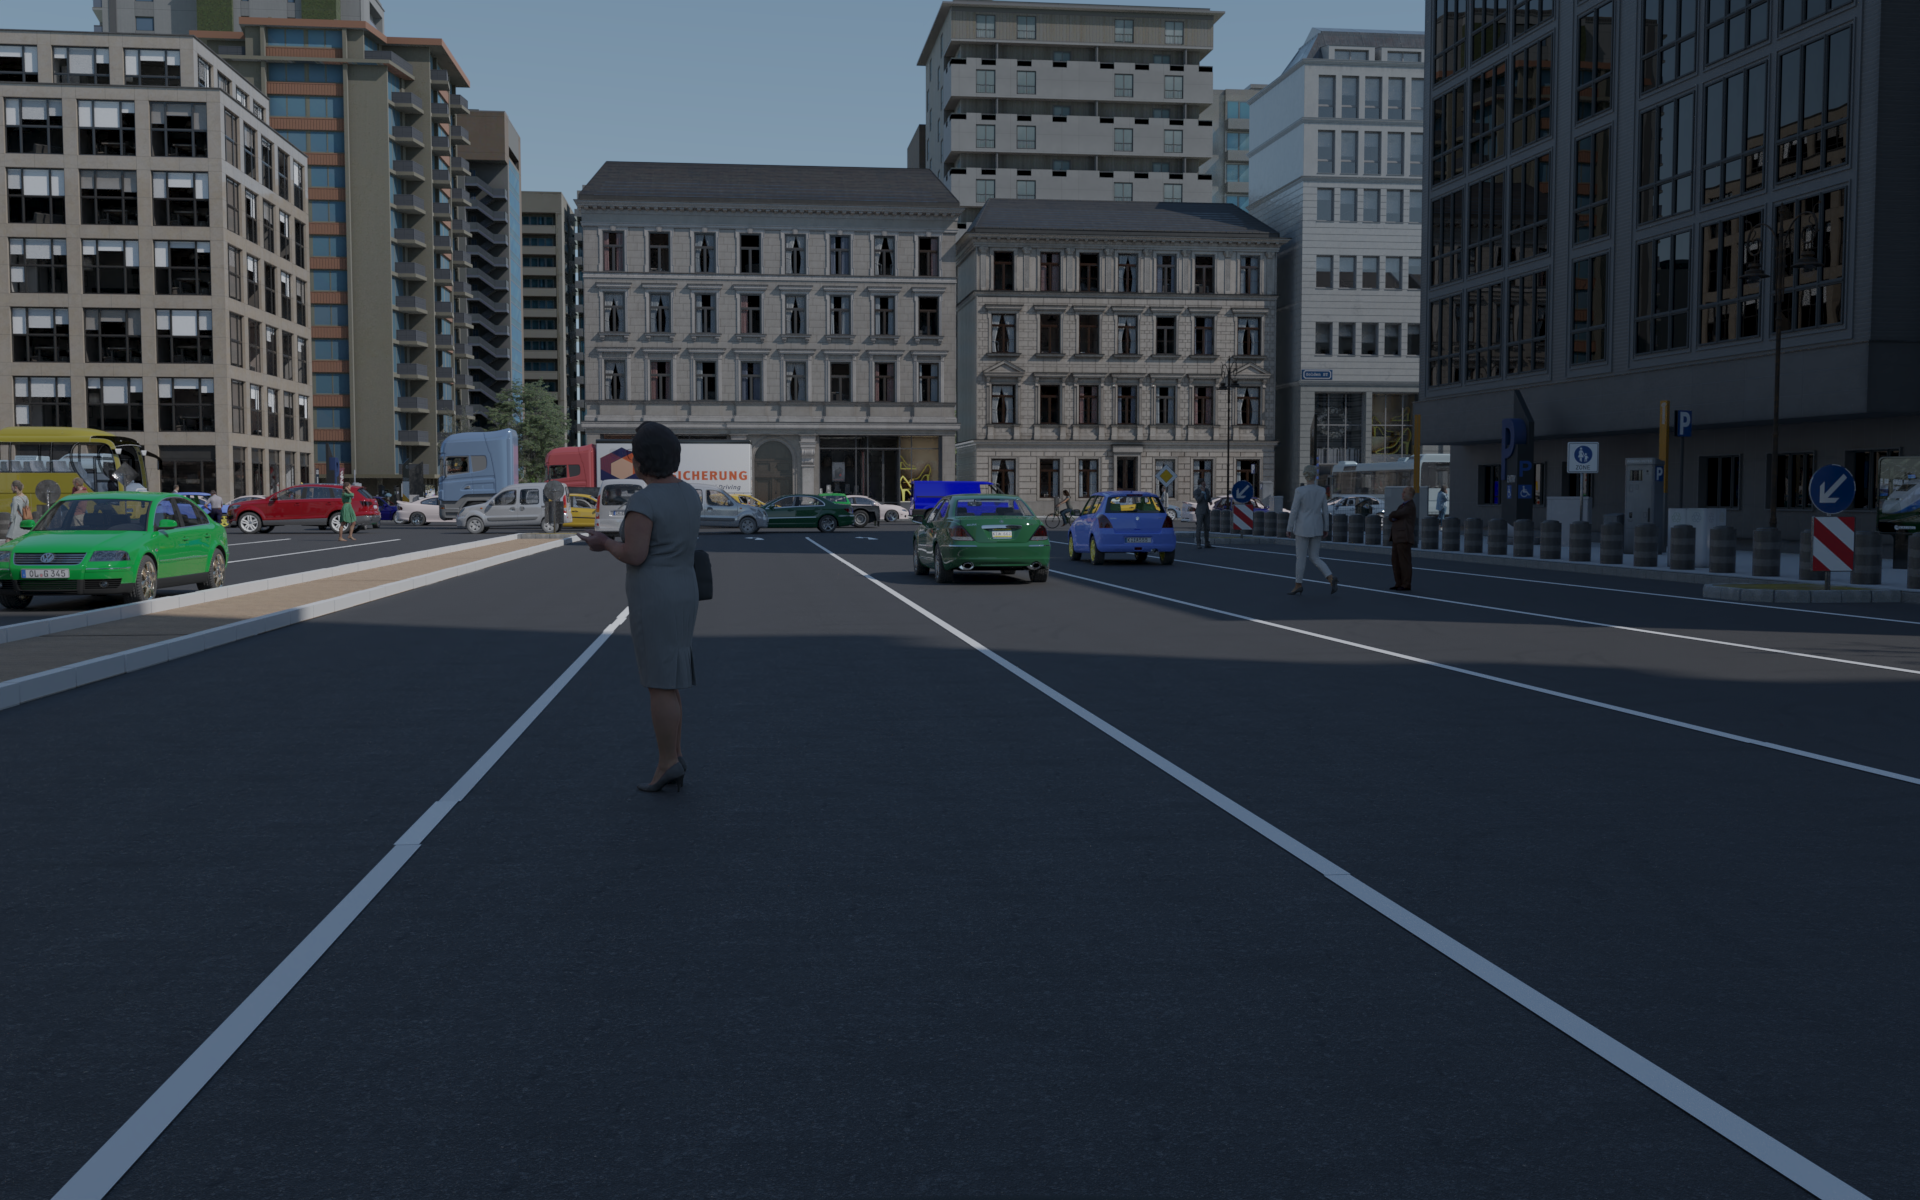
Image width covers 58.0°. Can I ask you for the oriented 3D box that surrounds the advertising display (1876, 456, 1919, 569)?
[{"bbox_3d":[16.133,-1.486,29.516,0.123,1.923,0.974,-2,4,-34],"label":"advertising display"}]

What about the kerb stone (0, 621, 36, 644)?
[{"bbox_3d":[-9.266,0.311,17.114,0.120,0.150,1.000,0,4,-7],"label":"kerb stone"}]

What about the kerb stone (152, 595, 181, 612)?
[{"bbox_3d":[-9.791,0.060,21.210,0.120,0.150,1.000,0,4,-7],"label":"kerb stone"}]

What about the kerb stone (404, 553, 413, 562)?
[{"bbox_3d":[-11.759,-0.877,36.552,0.120,0.150,1.000,0,4,-7],"label":"kerb stone"}]

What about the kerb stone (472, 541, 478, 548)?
[{"bbox_3d":[-12.938,-1.437,45.747,0.120,0.150,1.000,0,4,-7],"label":"kerb stone"}]

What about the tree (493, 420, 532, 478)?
[{"bbox_3d":[-43.819,-13.304,167.888,4.360,8.622,3.978,0,3,0],"label":"tree"}]

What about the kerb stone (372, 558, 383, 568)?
[{"bbox_3d":[-11.363,-0.686,33.489,0.120,0.150,1.000,0,4,-7],"label":"kerb stone"}]

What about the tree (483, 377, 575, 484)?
[{"bbox_3d":[-46.433,-17.134,186.796,9.857,13.997,8.962,0,3,0],"label":"tree"}]

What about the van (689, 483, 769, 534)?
[{"bbox_3d":[-8.952,-3.388,62.407,4.112,2.044,2.013,0,4,-7],"label":"van"}]

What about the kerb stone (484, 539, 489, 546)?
[{"bbox_3d":[-13.190,-1.565,47.788,0.120,0.150,1.000,0,4,-7],"label":"kerb stone"}]

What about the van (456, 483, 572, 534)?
[{"bbox_3d":[-16.279,-3.439,63.238,4.112,2.044,2.013,0,4,-7],"label":"van"}]

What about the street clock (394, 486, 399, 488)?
[{"bbox_3d":[-47.831,-8.714,147.042,0.358,2.002,0.471,1,4,20],"label":"street clock"}]

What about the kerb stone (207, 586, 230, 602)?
[{"bbox_3d":[-10.049,-0.065,23.255,0.120,0.150,1.000,0,4,-7],"label":"kerb stone"}]

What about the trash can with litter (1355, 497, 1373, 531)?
[{"bbox_3d":[13.552,-2.924,59.201,1.055,1.170,0.624,2,4,34],"label":"trash can with litter"}]

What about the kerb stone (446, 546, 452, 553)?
[{"bbox_3d":[-12.414,-1.190,41.659,0.120,0.150,1.000,0,4,-7],"label":"kerb stone"}]

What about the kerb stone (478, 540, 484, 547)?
[{"bbox_3d":[-13.059,-1.499,46.768,0.120,0.150,1.000,0,4,-7],"label":"kerb stone"}]

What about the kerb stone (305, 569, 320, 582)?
[{"bbox_3d":[-10.703,-0.378,28.373,0.120,0.150,1.000,0,4,-7],"label":"kerb stone"}]

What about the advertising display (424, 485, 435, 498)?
[{"bbox_3d":[-36.441,-6.960,119.015,0.123,1.923,0.974,2,4,25],"label":"advertising display"}]

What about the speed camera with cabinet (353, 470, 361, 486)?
[{"bbox_3d":[-48.687,-8.930,140.341,0.660,3.252,2.038,-2,4,-31],"label":"speed camera with cabinet"}]

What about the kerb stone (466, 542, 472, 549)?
[{"bbox_3d":[-12.806,-1.378,44.725,0.120,0.150,1.000,0,4,-7],"label":"kerb stone"}]

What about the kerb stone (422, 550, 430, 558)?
[{"bbox_3d":[-12.025,-1.003,38.590,0.120,0.150,1.000,0,4,-7],"label":"kerb stone"}]

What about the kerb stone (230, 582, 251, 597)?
[{"bbox_3d":[-10.183,-0.128,24.286,0.120,0.150,1.000,0,4,-7],"label":"kerb stone"}]

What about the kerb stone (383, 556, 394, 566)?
[{"bbox_3d":[-11.495,-0.753,34.509,0.120,0.150,1.000,0,4,-7],"label":"kerb stone"}]

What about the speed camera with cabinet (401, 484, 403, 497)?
[{"bbox_3d":[-45.715,-9.222,145.112,2.038,3.252,0.660,-1,4,-14],"label":"speed camera with cabinet"}]

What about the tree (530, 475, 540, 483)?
[{"bbox_3d":[-44.248,-11.304,179.414,1.663,3.219,1.824,0,3,0],"label":"tree"}]

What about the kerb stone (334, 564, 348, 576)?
[{"bbox_3d":[-10.970,-0.498,30.426,0.120,0.150,1.000,0,4,-7],"label":"kerb stone"}]

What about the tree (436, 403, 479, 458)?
[{"bbox_3d":[-40.551,-11.602,140.058,4.360,8.622,3.978,0,3,0],"label":"tree"}]

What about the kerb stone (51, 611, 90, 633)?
[{"bbox_3d":[-9.398,0.252,18.144,0.120,0.150,1.000,0,4,-7],"label":"kerb stone"}]

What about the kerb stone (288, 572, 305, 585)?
[{"bbox_3d":[-10.576,-0.315,27.351,0.120,0.150,1.000,0,4,-7],"label":"kerb stone"}]

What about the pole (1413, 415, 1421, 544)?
[{"bbox_3d":[11.737,-3.099,44.507,0.158,3.312,0.155,0,3,0],"label":"pole"}]

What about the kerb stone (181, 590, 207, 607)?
[{"bbox_3d":[-9.921,0.004,22.236,0.120,0.150,1.000,0,4,-7],"label":"kerb stone"}]

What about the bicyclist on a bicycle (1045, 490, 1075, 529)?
[{"bbox_3d":[4.339,-3.794,72.055,1.625,1.676,1.499,0,4,-6],"label":"bicyclist on a bicycle"}]

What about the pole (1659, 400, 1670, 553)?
[{"bbox_3d":[15.367,-2.691,37.842,0.158,3.312,0.155,0,3,0],"label":"pole"}]

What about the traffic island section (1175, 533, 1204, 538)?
[{"bbox_3d":[6.948,-2.206,58.353,2.009,0.180,2.903,0,4,-7],"label":"traffic island section"}]

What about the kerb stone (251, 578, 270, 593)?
[{"bbox_3d":[-10.319,-0.190,25.305,0.120,0.150,1.000,0,4,-7],"label":"kerb stone"}]

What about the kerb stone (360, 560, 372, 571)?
[{"bbox_3d":[-11.232,-0.628,32.470,0.120,0.150,1.000,0,4,-7],"label":"kerb stone"}]

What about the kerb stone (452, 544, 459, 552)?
[{"bbox_3d":[-12.544,-1.253,42.685,0.120,0.150,1.000,0,4,-7],"label":"kerb stone"}]

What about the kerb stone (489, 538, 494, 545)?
[{"bbox_3d":[-13.326,-1.627,48.807,0.120,0.150,1.000,0,4,-7],"label":"kerb stone"}]

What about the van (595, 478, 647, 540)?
[{"bbox_3d":[-9.523,-2.625,49.934,2.013,2.044,4.112,0,4,-6],"label":"van"}]

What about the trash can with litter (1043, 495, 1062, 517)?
[{"bbox_3d":[5.238,-5.346,98.459,1.678,1.210,2.233,2,4,27],"label":"trash can with litter"}]

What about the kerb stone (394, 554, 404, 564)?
[{"bbox_3d":[-11.626,-0.809,35.529,0.120,0.150,1.000,0,4,-7],"label":"kerb stone"}]

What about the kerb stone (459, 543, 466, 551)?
[{"bbox_3d":[-12.672,-1.312,43.705,0.120,0.150,1.000,0,4,-7],"label":"kerb stone"}]

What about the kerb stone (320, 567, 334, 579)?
[{"bbox_3d":[-10.841,-0.441,29.398,0.120,0.150,1.000,0,4,-7],"label":"kerb stone"}]

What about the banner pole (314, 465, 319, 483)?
[{"bbox_3d":[-55.330,-9.723,148.989,0.401,3.779,0.863,1,4,9],"label":"banner pole"}]

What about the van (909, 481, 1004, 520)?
[{"bbox_3d":[0.247,-4.696,81.160,5.245,2.365,2.240,0,4,-7],"label":"van"}]

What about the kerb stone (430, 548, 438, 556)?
[{"bbox_3d":[-12.150,-1.064,39.615,0.120,0.150,1.000,0,4,-7],"label":"kerb stone"}]

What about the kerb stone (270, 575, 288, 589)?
[{"bbox_3d":[-10.441,-0.253,26.326,0.120,0.150,1.000,0,4,-7],"label":"kerb stone"}]

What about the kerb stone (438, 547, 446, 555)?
[{"bbox_3d":[-12.277,-1.127,40.635,0.120,0.150,1.000,0,4,-7],"label":"kerb stone"}]

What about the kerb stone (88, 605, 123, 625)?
[{"bbox_3d":[-9.529,0.185,19.164,0.120,0.150,1.000,0,4,-7],"label":"kerb stone"}]

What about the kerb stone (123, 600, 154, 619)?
[{"bbox_3d":[-9.660,0.125,20.183,0.120,0.150,1.000,0,4,-7],"label":"kerb stone"}]

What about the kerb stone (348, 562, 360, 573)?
[{"bbox_3d":[-11.108,-0.566,31.447,0.120,0.150,1.000,0,4,-7],"label":"kerb stone"}]

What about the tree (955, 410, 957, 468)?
[{"bbox_3d":[-3.003,-14.696,158.412,7.486,12.596,7.792,0,3,0],"label":"tree"}]

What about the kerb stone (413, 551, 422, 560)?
[{"bbox_3d":[-11.889,-0.940,37.571,0.120,0.150,1.000,0,4,-7],"label":"kerb stone"}]
